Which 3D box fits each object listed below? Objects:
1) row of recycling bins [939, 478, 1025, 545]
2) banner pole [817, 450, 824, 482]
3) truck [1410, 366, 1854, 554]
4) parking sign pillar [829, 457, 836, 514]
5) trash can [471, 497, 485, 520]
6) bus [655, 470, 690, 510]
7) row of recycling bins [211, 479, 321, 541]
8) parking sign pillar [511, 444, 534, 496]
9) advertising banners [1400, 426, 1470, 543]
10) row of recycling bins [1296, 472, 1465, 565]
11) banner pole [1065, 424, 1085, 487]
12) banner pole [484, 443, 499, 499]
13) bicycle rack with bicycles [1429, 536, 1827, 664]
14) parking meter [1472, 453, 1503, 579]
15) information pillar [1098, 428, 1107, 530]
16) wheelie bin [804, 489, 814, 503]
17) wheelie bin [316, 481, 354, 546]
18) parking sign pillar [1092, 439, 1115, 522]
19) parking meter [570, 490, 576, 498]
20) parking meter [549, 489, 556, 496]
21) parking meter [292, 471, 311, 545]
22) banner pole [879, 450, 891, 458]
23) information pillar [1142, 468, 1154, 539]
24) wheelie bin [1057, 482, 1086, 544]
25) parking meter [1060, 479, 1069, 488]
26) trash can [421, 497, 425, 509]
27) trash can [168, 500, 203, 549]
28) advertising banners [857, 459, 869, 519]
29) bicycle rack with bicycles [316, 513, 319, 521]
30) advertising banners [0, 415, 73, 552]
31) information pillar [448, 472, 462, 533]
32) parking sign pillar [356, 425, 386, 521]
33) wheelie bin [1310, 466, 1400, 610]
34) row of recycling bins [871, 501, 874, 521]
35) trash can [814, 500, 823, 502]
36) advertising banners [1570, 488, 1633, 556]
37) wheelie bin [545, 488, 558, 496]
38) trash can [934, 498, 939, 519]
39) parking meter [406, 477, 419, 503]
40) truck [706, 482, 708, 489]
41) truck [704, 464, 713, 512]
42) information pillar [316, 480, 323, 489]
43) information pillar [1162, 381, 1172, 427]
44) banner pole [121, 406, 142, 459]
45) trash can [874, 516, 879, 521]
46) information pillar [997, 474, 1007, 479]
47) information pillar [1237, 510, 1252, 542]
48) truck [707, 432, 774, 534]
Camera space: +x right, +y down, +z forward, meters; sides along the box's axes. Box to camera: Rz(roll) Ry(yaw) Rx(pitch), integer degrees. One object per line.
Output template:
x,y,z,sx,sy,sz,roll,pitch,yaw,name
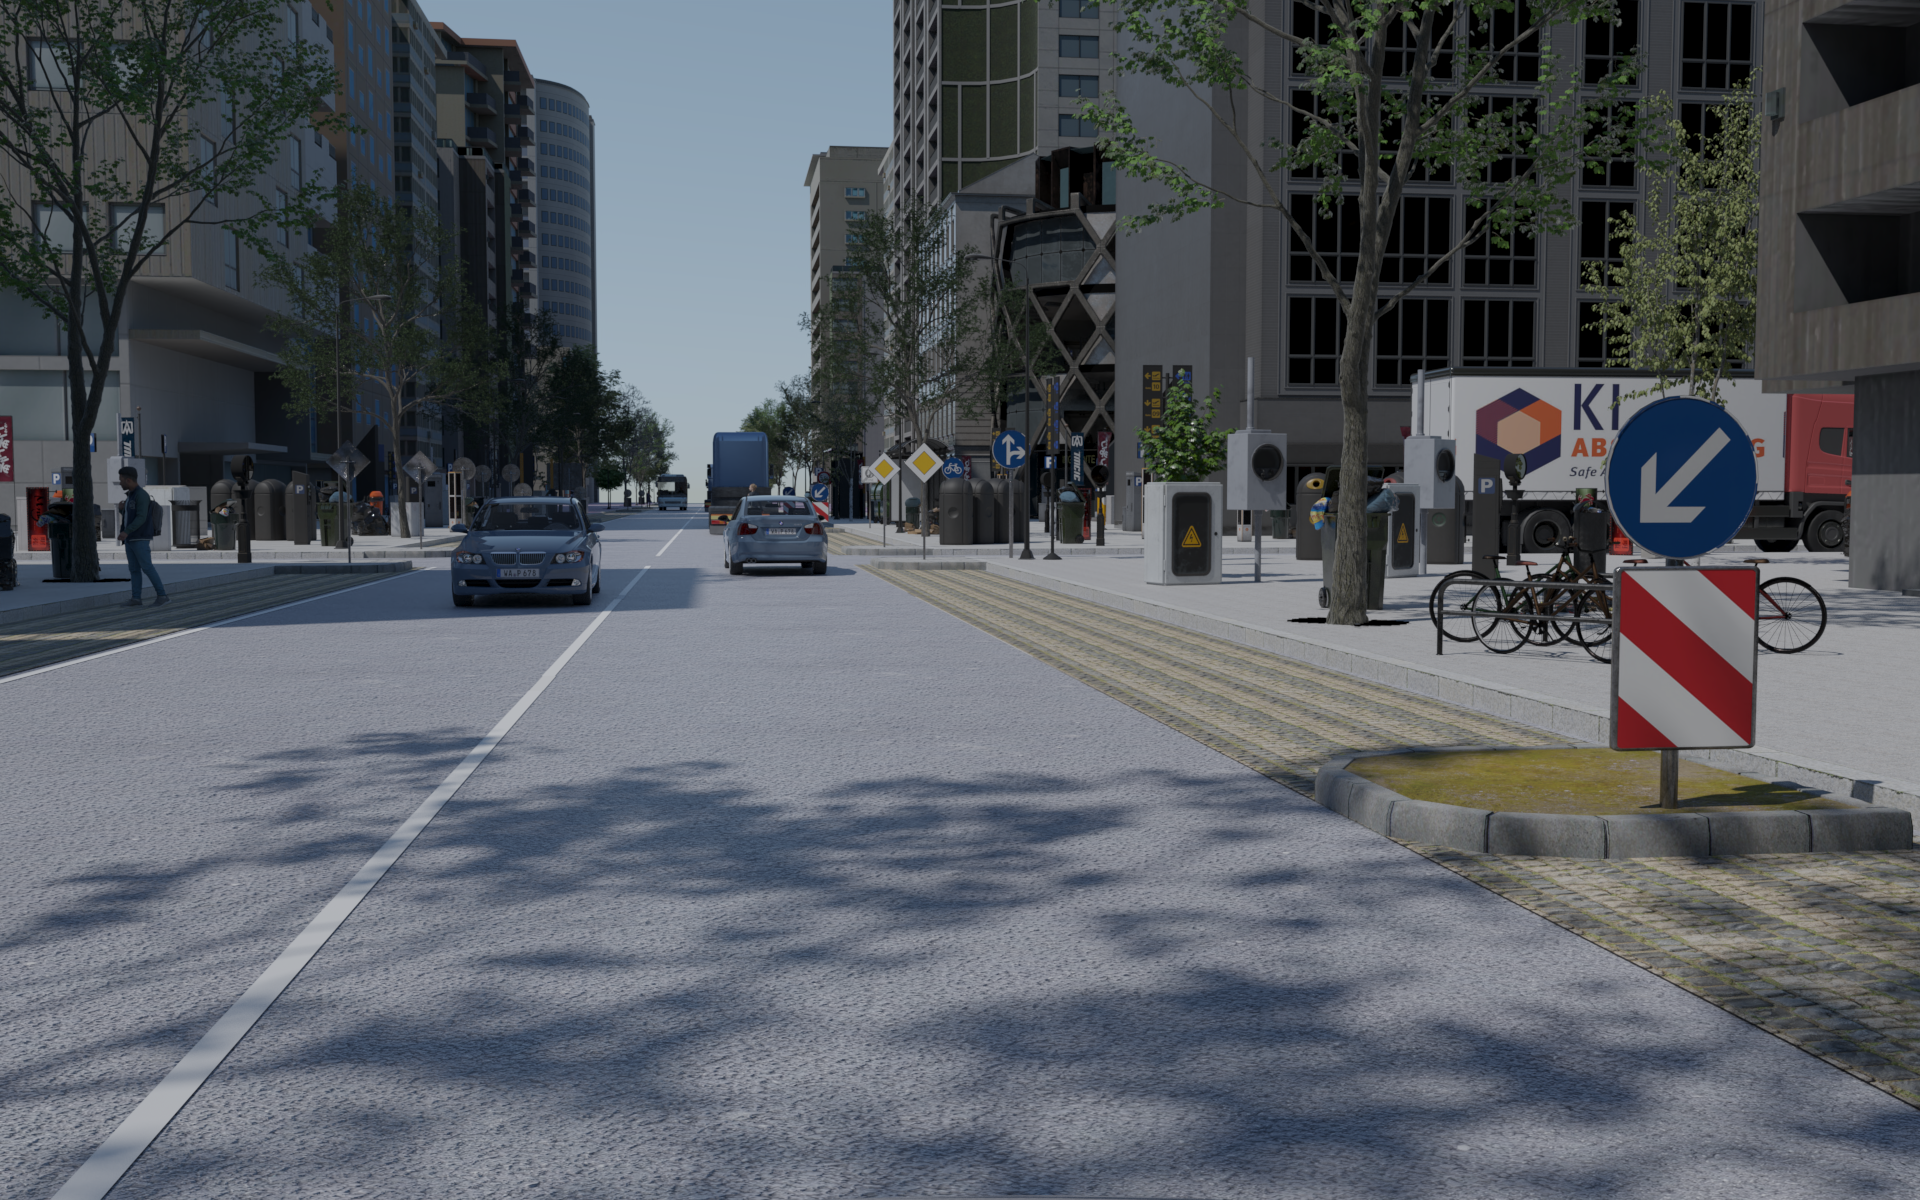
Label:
0.662,-2.305,44.795,1.069,1.692,3.534,2,4,32,row of recycling bins
-7.704,-6.579,97.585,0.401,3.779,0.863,0,4,-2,banner pole
16.179,-3.113,39.817,11.283,4.237,2.839,0,4,-6,truck
-7.866,-7.485,110.845,1.447,3.967,1.447,0,4,-5,parking sign pillar
-20.928,-3.874,74.989,0.748,1.137,0.748,0,3,0,trash can
-25.669,-9.781,154.779,2.948,3.499,13.247,-1,4,-9,bus
-19.299,-2.497,47.940,3.534,1.692,1.069,2,4,24,row of recycling bins
-22.653,-6.177,89.471,1.447,3.967,1.447,2,4,31,parking sign pillar
12.311,-2.980,44.912,2.074,3.025,0.090,-1,4,-16,advertising banners
7.916,-1.569,32.769,1.069,1.692,3.534,-3,5,-45,row of recycling bins
4.023,-4.393,61.845,0.863,3.779,0.401,0,4,4,banner pole
-23.832,-5.993,88.001,0.863,3.779,0.401,-1,4,-9,banner pole
5.050,-0.036,13.972,2.852,0.926,2.925,-3,5,-43,bicycle rack with bicycles
7.523,-1.161,24.699,0.399,1.863,0.255,1,4,21,parking meter
5.074,-4.316,61.919,0.183,3.616,0.504,-2,4,-25,information pillar
-9.394,-6.170,108.787,0.693,1.594,0.980,1,4,10,wheelie bin
-15.330,-2.118,42.530,0.980,1.594,0.693,1,4,22,wheelie bin
6.870,-5.648,80.812,1.447,3.967,1.447,3,5,43,parking sign pillar
-24.369,-6.157,109.085,0.372,1.533,0.369,0,3,0,parking meter
-21.764,-5.140,92.449,0.372,1.533,0.369,0,3,0,parking meter
-16.567,-2.319,43.625,0.399,1.863,0.255,0,4,-4,parking meter
-4.329,-6.637,98.529,0.863,3.779,0.401,-1,4,-16,banner pole
5.323,-2.726,49.056,0.304,2.012,0.304,1,4,16,information pillar
2.866,-2.251,44.704,0.693,1.594,0.980,0,4,-8,wheelie bin
4.207,-3.887,69.266,0.399,1.863,0.255,-3,5,-43,parking meter
-29.056,-5.015,93.657,0.748,1.137,0.748,0,3,0,trash can
-18.251,-1.785,40.837,0.748,1.137,0.748,0,3,0,trash can
-4.525,-5.602,87.775,0.090,3.025,2.074,3,4,39,advertising banners
-24.001,-2.934,61.358,2.852,0.926,2.925,0,4,8,bicycle rack with bicycles
-20.550,-2.596,38.631,2.074,3.025,0.090,0,4,-5,advertising banners
-16.855,-3.264,57.853,0.304,2.012,0.304,2,4,29,information pillar
-23.057,-4.847,67.719,1.447,3.967,1.447,3,4,36,parking sign pillar
4.430,-0.698,19.317,0.980,1.594,0.693,0,4,-5,wheelie bin
-2.714,-4.732,84.475,3.534,1.692,1.069,-1,4,-20,row of recycling bins
-8.077,-5.384,99.676,0.748,1.137,0.748,0,3,0,trash can
13.779,-2.440,36.082,2.074,3.025,0.090,3,5,40,advertising banners
-22.878,-5.452,97.051,0.693,1.594,0.980,-2,4,-30,wheelie bin
-0.531,-2.915,59.319,0.748,1.137,0.748,0,3,0,trash can
-18.409,-3.216,58.294,0.399,1.863,0.255,-3,4,-38,parking meter
-29.840,-13.463,216.047,3.469,3.379,9.791,-1,4,-9,truck
-20.587,-9.738,148.970,2.967,4.110,18.799,0,4,-7,truck
-34.211,-5.387,92.573,0.304,2.012,0.304,0,4,-4,information pillar
4.064,-2.555,33.124,0.183,3.616,0.504,-3,4,-36,information pillar
-23.672,-3.644,49.598,0.863,3.779,0.401,1,4,9,banner pole
-3.778,-4.314,82.192,0.748,1.137,0.748,0,3,0,trash can
1.568,-3.677,64.617,0.304,2.012,0.304,-1,4,-13,information pillar
7.633,-2.564,46.416,0.304,2.012,0.304,-1,4,-17,information pillar
-8.742,-4.867,69.335,2.967,4.110,18.799,0,4,-8,truck
